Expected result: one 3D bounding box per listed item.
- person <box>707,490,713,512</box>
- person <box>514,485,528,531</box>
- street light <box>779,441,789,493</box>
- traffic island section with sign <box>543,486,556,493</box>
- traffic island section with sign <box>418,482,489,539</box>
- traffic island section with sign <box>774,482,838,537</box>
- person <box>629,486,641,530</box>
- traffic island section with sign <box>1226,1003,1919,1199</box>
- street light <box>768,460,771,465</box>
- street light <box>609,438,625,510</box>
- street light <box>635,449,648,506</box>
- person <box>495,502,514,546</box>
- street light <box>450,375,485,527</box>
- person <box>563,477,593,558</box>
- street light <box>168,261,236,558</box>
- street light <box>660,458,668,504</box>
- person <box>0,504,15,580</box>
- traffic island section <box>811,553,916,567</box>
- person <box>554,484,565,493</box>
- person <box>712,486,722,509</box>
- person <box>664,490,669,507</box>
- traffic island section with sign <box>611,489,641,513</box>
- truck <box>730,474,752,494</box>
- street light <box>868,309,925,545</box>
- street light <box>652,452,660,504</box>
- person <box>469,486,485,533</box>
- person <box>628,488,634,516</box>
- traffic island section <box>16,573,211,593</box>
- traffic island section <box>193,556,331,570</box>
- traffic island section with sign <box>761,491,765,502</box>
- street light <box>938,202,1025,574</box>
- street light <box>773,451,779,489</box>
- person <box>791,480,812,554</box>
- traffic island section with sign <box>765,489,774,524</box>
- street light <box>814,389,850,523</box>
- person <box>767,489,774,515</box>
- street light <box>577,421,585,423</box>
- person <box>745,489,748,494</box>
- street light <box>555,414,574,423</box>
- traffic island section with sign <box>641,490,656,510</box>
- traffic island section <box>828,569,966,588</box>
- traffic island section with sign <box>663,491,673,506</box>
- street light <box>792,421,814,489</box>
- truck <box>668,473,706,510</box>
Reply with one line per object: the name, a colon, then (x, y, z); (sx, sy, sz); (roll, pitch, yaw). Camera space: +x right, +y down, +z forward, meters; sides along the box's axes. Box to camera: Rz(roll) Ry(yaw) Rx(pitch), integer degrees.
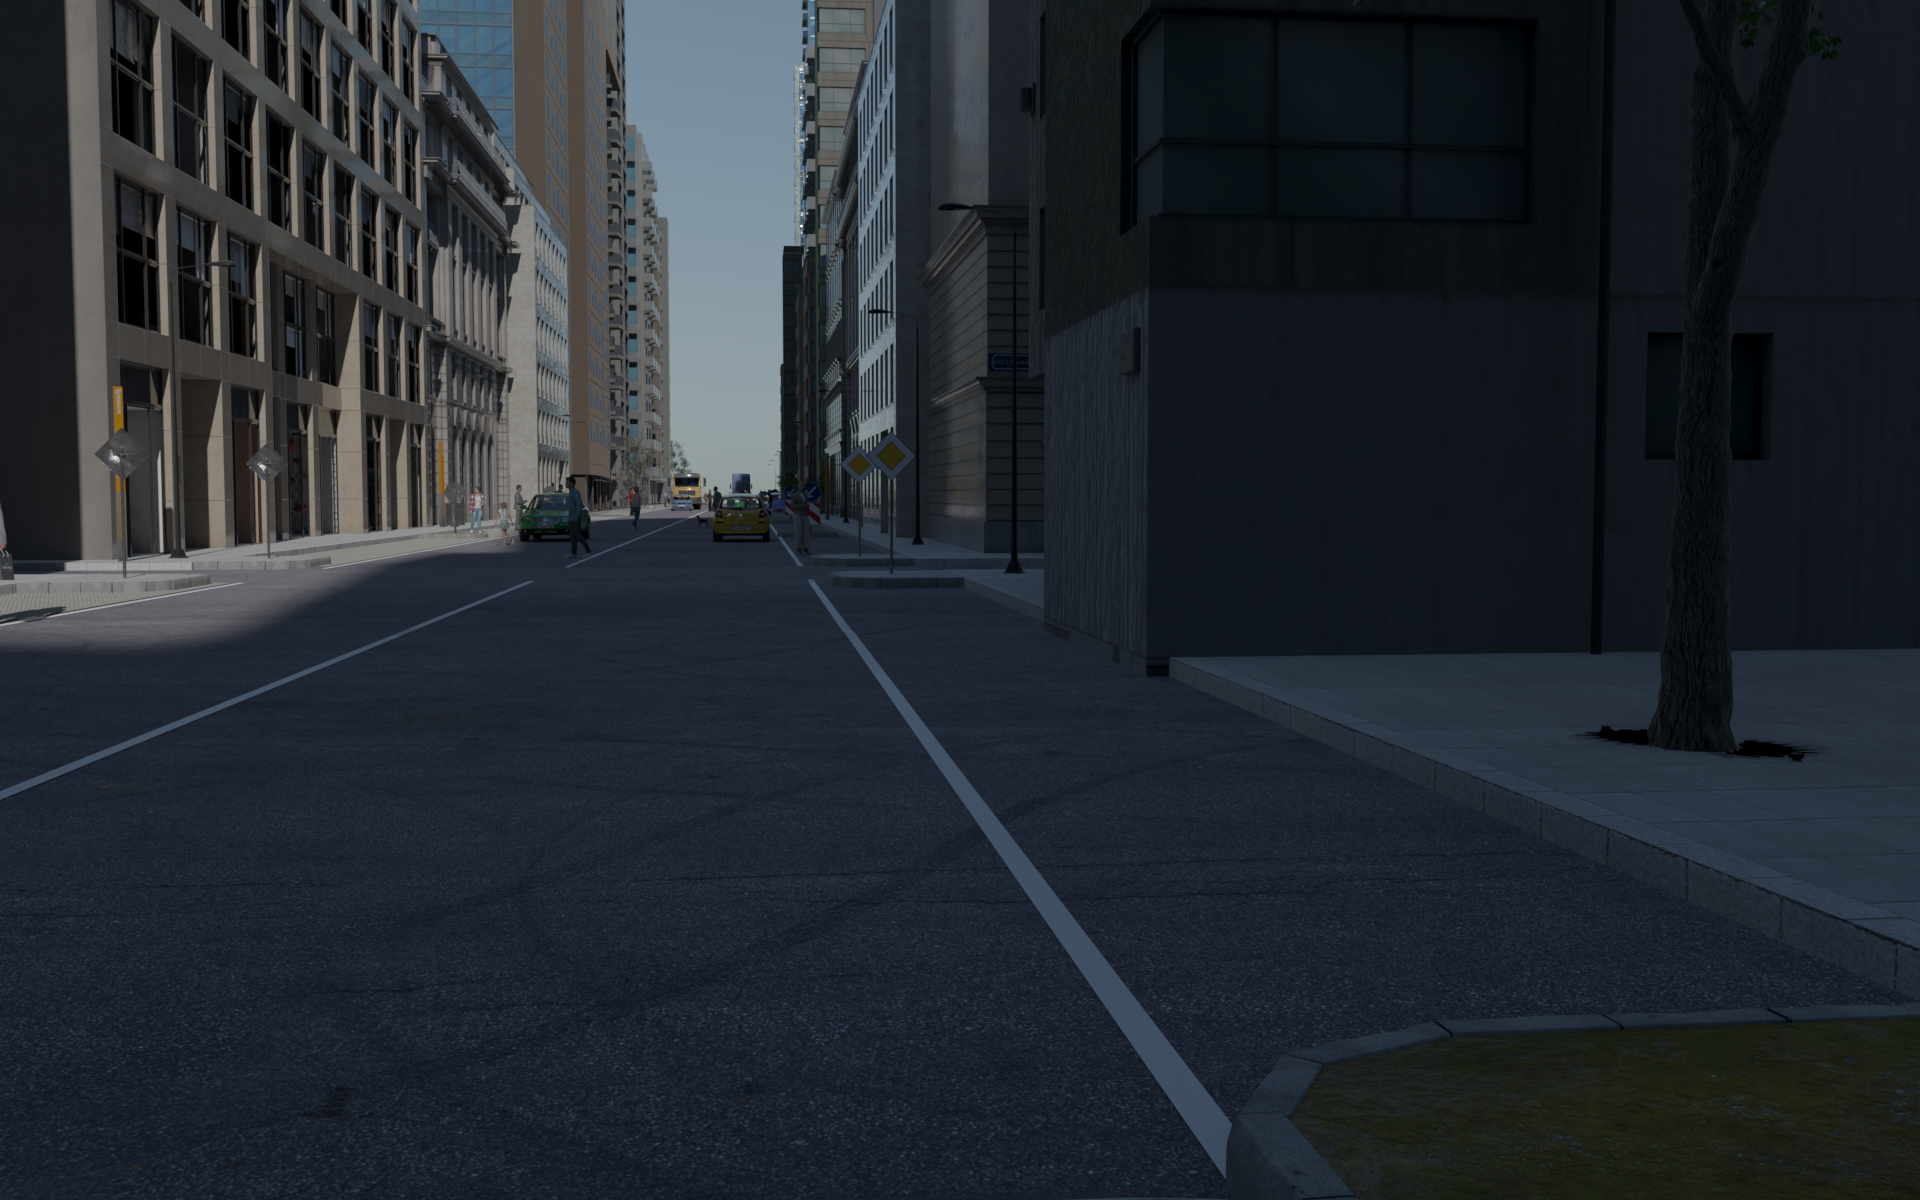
person: (-20.486, -8.165, 142.128); (0.705, 1.807, 1.348); (1, 4, 13)
person: (-17.009, -3.575, 67.147); (0.583, 1.804, 0.606); (-1, 4, -18)
street light: (-14.937, -11.024, 152.787); (1.470, 5.913, 1.316); (0, 4, -7)
traffic island section with sign: (-19.732, -4.577, 83.464); (1.989, 1.847, 2.006); (0, 4, -7)
traffic island section with sign: (-16.392, -2.908, 56.174); (1.989, 1.847, 2.006); (0, 4, -7)
traffic island section with sign: (-5.166, -3.044, 58.396); (1.989, 1.847, 2.006); (0, 4, -7)
person: (-12.838, -3.626, 68.463); (0.731, 1.740, 0.598); (3, 4, 39)
traffic island section with sign: (1.587, 0.331, 3.216); (1.989, 1.847, 2.006); (0, 4, -7)
street light: (-25.074, -16.092, 235.651); (1.470, 5.913, 1.316); (0, 4, -7)
street light: (-28.504, -10.483, 143.933); (1.470, 5.913, 1.316); (0, 4, -7)
street light: (-32.617, -12.515, 177.158); (1.470, 5.913, 1.316); (0, 4, -7)
person: (-12.635, -2.110, 48.008); (0.382, 1.210, 0.505); (3, 5, 40)
street light: (-19.267, -5.824, 67.766); (1.470, 5.913, 1.316); (0, 4, -7)
person: (-8.562, -1.852, 38.792); (0.620, 1.820, 0.660); (-2, 4, -32)
street light: (-15.106, -3.792, 34.547); (1.470, 5.913, 1.316); (0, 4, -7)
street light: (-38.575, -15.479, 225.628); (1.470, 5.913, 1.316); (0, 4, -7)
person: (-10.495, -0.607, 18.611); (0.709, 1.800, 0.728); (-1, 4, -11)
traffic island section: (-2.048, -0.821, 35.705); (2.009, 0.180, 2.903); (0, 4, -7)
person: (-16.692, -3.916, 72.394); (0.638, 1.841, 0.748); (0, 4, 4)
person: (-11.639, -4.548, 82.958); (0.391, 1.810, 0.635); (1, 4, 17)
person: (-31.113, -10.732, 183.832); (0.599, 1.838, 0.709); (0, 4, 5)
traffic island section with sign: (-25.822, -7.623, 133.260); (1.989, 1.847, 2.006); (0, 4, -7)
truck: (-27.874, -14.162, 221.308); (2.967, 4.110, 18.799); (0, 4, -8)
street light: (-1.607, -4.349, 43.648); (1.470, 5.913, 1.316); (0, 4, -7)
street light: (-34.472, -13.447, 192.402); (1.470, 5.913, 1.316); (0, 4, -7)
person: (-17.641, -3.298, 63.261); (0.563, 1.720, 0.643); (-2, 4, -27)
person: (-21.092, -6.308, 111.573); (0.705, 1.831, 1.348); (1, 4, 15)
traffic island section: (-12.734, -0.250, 26.363); (2.009, 0.180, 2.903); (0, 4, -7)
traffic island section: (-13.704, -0.734, 34.289); (2.009, 0.180, 2.903); (0, 4, -7)
traffic island section with sign: (-14.501, -7.713, 134.735); (1.989, 1.847, 2.006); (0, 4, -7)
street light: (0.341, -3.381, 27.825); (1.470, 5.913, 1.316); (0, 4, -7)
street light: (-19.052, -13.077, 186.350); (1.470, 5.913, 1.316); (0, 4, -7)
person: (-3.757, -1.966, 41.197); (0.519, 1.759, 0.362); (-3, 5, -43)
traffic island section with sign: (-8.437, -4.680, 85.153); (1.989, 1.847, 2.006); (0, 4, -7)
street light: (-5.611, -6.382, 76.887); (1.470, 5.913, 1.316); (0, 4, -7)
person: (-12.672, -6.571, 116.465); (0.721, 1.766, 1.217); (-1, 4, -14)
street light: (-24.441, -8.399, 109.862); (1.470, 5.913, 1.316); (0, 4, -7)
person: (-16.506, -7.645, 133.455); (0.705, 1.831, 1.348); (-2, 4, -27)
street light: (-23.368, -7.856, 100.993); (1.470, 5.913, 1.316); (0, 4, -7)
traffic island section with sign: (-29.146, -9.280, 160.362); (1.989, 1.847, 2.006); (0, 4, -7)
traffic island section: (-1.078, -0.336, 27.779); (2.009, 0.180, 2.903); (0, 4, -7)
traffic island section with sign: (-35.789, -12.604, 214.701); (1.989, 1.847, 2.006); (0, 4, -7)
street light: (-9.825, -8.429, 110.349); (1.470, 5.913, 1.316); (0, 4, -7)
truck: (-25.341, -10.084, 160.797); (3.469, 3.379, 9.791); (-1, 4, -9)
